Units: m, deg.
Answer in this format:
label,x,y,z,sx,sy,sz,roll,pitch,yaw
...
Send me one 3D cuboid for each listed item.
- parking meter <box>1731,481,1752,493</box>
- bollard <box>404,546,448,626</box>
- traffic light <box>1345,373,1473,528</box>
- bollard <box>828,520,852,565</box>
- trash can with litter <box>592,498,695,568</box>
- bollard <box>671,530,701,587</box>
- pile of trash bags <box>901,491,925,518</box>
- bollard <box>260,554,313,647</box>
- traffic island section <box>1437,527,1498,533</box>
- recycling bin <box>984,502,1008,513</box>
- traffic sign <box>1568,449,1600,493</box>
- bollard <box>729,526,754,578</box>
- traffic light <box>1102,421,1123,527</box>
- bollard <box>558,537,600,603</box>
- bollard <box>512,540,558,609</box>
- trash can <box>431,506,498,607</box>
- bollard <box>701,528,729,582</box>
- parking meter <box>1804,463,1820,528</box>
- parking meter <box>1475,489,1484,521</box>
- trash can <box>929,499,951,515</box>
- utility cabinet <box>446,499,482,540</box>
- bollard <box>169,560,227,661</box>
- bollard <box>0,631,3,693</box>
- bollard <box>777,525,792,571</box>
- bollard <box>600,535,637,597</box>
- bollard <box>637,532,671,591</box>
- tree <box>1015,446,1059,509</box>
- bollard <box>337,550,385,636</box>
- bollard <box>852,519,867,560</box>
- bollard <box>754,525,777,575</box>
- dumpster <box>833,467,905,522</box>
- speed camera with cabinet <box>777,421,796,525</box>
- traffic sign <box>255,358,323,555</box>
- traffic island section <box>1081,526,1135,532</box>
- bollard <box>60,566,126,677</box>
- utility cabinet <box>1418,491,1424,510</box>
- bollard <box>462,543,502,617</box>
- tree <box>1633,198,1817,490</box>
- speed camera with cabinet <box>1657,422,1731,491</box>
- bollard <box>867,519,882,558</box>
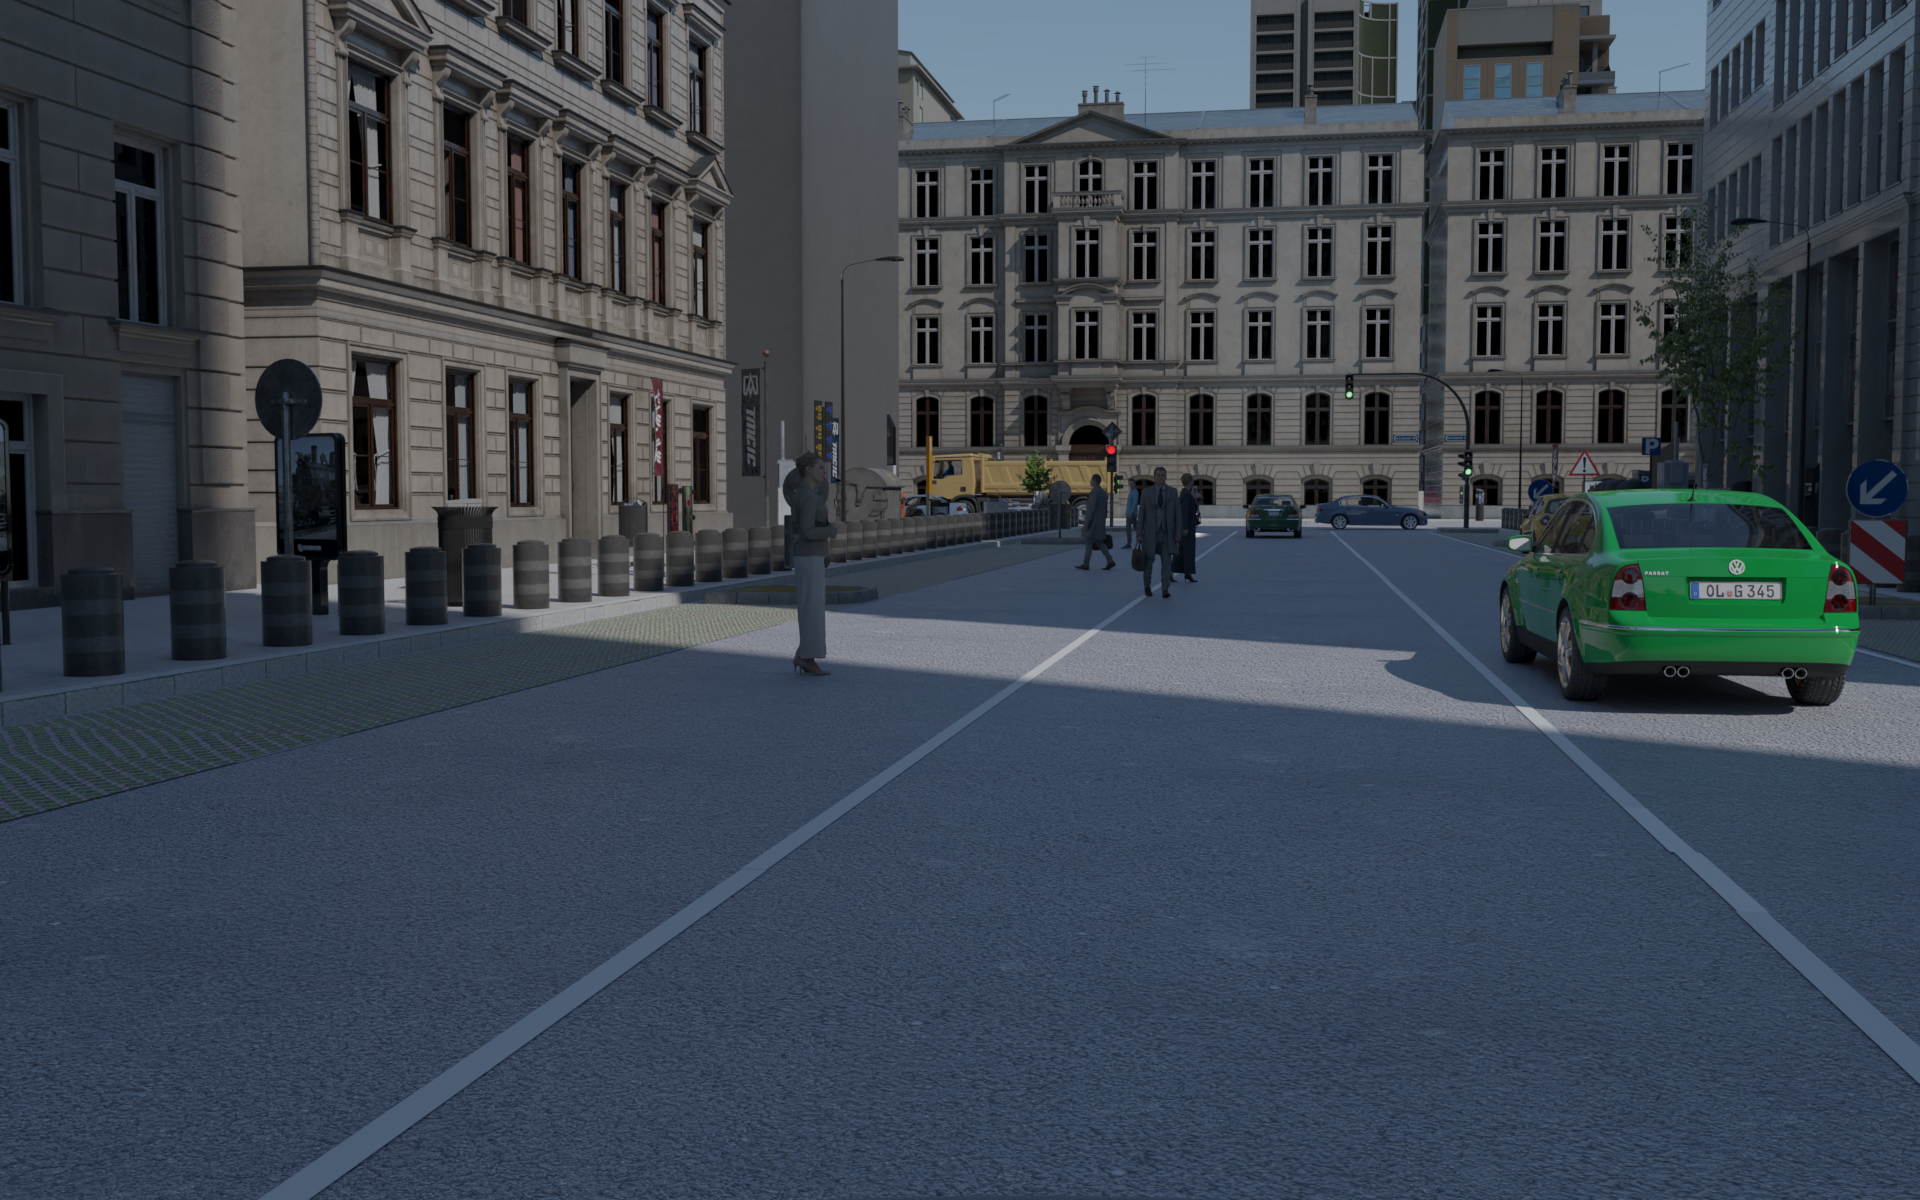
label,x,y,z,sx,sy,sz,roll,pitch,yaw
parking meter,15.013,-1.523,33.314,0.372,1.533,0.369,0,3,0
bollard,-5.258,-0.143,17.063,0.404,0.777,0.398,0,3,0
traffic light,16.800,-5.512,64.796,4.771,5.953,1.251,1,4,11
bollard,-2.324,-1.086,32.473,0.404,0.777,0.398,0,3,0
trash can with litter,-5.436,-1.198,30.648,2.233,1.210,1.678,0,4,7
bollard,-3.908,-0.578,24.172,0.404,0.777,0.398,0,3,0
pile of trash bags,-1.707,-2.195,45.641,1.912,1.369,3.447,0,4,0
bollard,-5.712,0.001,14.693,0.404,0.777,0.398,0,3,0
traffic island section,18.909,-2.592,64.652,2.009,0.180,2.903,1,4,11
recycling bin,1.178,-2.708,56.829,0.722,1.027,0.722,0,4,-5
traffic sign,18.143,-3.081,50.373,0.884,2.594,0.081,1,4,15
bollard,-3.449,-0.724,26.560,0.404,0.777,0.398,0,3,0
traffic light,5.890,-4.775,66.995,0.839,4.253,0.868,1,4,11
bollard,-4.584,-0.360,20.608,0.404,0.777,0.398,0,3,0
bollard,-4.810,-0.288,19.425,0.404,0.777,0.398,0,3,0
trash can,-5.677,-0.504,19.896,0.748,1.137,0.748,0,3,0
bollard,-3.682,-0.651,25.358,0.404,0.777,0.398,0,3,0
parking meter,15.856,-1.630,32.362,0.255,1.863,0.399,3,5,44
parking meter,24.661,-4.512,82.174,0.372,1.533,0.369,0,3,0
trash can,-0.619,-2.552,53.382,0.748,1.137,0.748,0,3,0
utility cabinet,-6.629,-0.734,23.168,0.306,1.237,1.020,0,4,-5
bollard,-5.940,0.074,13.499,0.404,0.777,0.398,0,3,0
bollard,-6.391,0.219,11.131,0.404,0.777,0.398,0,3,0
bollard,-2.999,-0.869,28.921,0.404,0.777,0.398,0,3,0
bollard,-4.360,-0.433,21.790,0.404,0.777,0.398,0,3,0
bollard,-4.134,-0.506,22.984,0.404,0.777,0.398,0,3,0
tree,2.876,-4.508,68.301,1.663,3.219,1.824,0,3,0
bollard,-5.486,-0.071,15.873,0.404,0.777,0.398,0,3,0
bollard,-2.100,-1.158,33.654,0.404,0.777,0.398,0,3,0
bollard,-3.225,-0.797,27.741,0.404,0.777,0.398,0,3,0
dumpster,-2.026,-2.003,38.515,1.264,1.857,1.865,1,4,11
speed camera with cabinet,-4.565,-3.177,46.283,0.660,3.252,2.038,0,4,-4
traffic sign,-6.333,-0.991,16.311,0.768,2.556,0.104,1,4,19
traffic island section,5.852,-2.743,67.137,2.009,0.180,2.903,1,4,11
bollard,-6.165,0.147,12.315,0.404,0.777,0.398,0,3,0
utility cabinet,34.407,-7.473,130.856,1.173,1.500,0.318,-1,4,-14
bollard,-5.034,-0.216,18.243,0.404,0.777,0.398,0,3,0
tree,18.723,-5.670,43.070,4.737,8.622,4.395,0,3,0
speed camera with cabinet,20.364,-3.270,47.804,2.038,3.252,0.660,0,4,2
bollard,-1.870,-1.230,34.833,0.404,0.777,0.398,0,3,0
